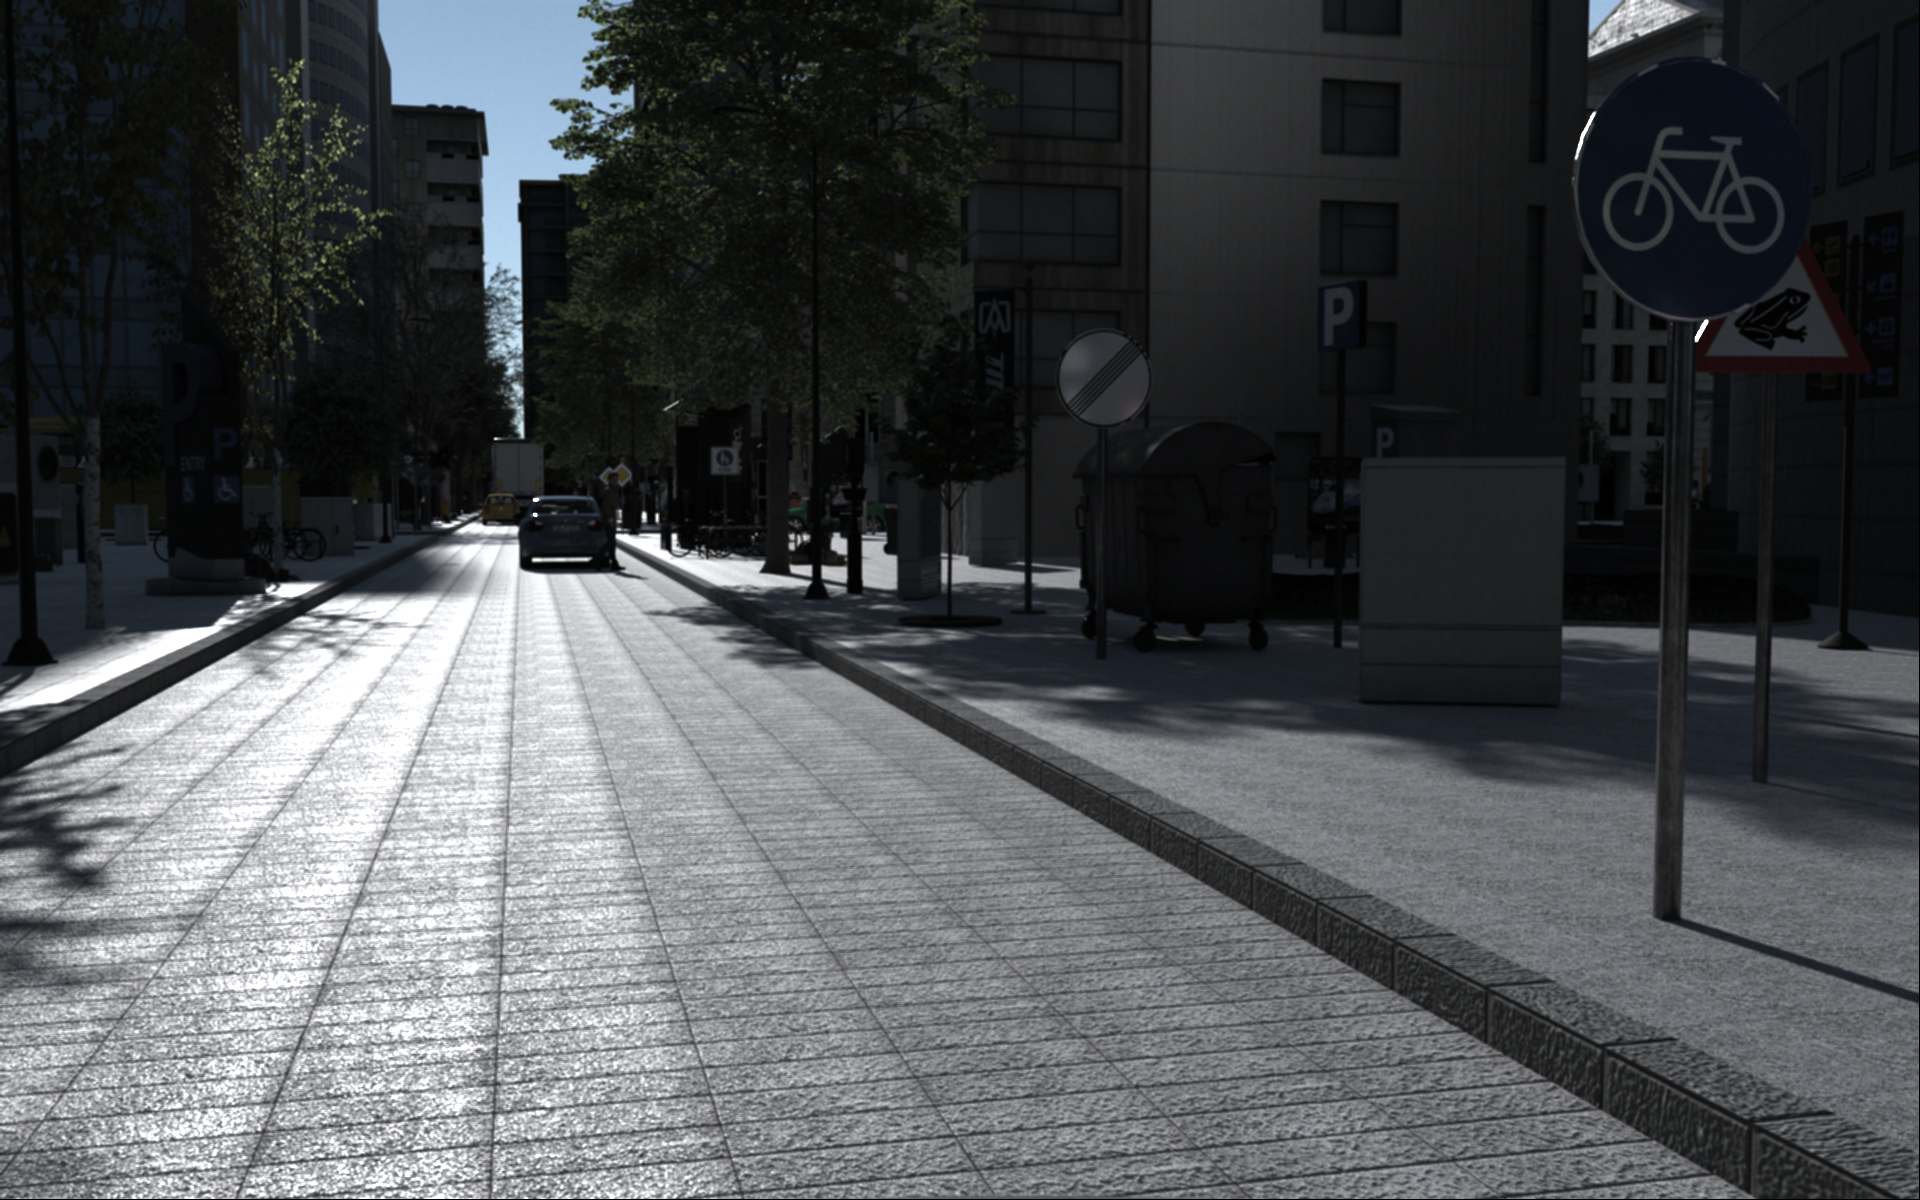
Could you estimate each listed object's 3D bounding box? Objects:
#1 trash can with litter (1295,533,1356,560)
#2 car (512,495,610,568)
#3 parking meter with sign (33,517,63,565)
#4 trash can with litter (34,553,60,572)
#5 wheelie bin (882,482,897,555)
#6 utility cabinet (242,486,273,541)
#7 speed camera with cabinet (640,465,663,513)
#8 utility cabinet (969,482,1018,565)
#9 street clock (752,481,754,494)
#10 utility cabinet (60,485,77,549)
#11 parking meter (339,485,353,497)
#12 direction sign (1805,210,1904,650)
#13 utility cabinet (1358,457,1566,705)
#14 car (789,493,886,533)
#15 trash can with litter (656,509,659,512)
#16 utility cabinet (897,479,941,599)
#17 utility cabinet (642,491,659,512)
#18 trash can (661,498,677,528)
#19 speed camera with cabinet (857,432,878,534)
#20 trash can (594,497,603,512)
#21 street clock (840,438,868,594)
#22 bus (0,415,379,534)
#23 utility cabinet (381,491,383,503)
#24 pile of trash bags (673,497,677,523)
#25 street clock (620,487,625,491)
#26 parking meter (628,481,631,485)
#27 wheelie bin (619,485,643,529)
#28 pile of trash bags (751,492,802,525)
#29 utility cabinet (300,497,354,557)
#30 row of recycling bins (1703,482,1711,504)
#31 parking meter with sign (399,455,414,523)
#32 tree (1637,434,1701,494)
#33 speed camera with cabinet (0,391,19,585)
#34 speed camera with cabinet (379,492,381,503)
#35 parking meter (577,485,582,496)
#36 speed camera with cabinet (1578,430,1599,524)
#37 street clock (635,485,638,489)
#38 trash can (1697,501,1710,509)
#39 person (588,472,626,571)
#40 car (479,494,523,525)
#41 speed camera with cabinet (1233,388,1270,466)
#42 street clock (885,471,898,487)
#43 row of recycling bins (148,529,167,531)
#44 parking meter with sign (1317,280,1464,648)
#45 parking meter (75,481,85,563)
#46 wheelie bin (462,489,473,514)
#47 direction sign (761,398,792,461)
[{"bbox_3d":[7.594,-1.439,34.591,2.233,1.210,1.678,-1,4,-16],"label":"trash can with litter"},{"bbox_3d":[-8.004,-1.405,34.974,2.014,1.417,4.499,-1,4,-14],"label":"car"},{"bbox_3d":[-17.124,-2.131,31.103,1.738,3.016,0.543,0,4,-8],"label":"parking meter with sign"},{"bbox_3d":[-15.501,-1.052,28.585,1.055,1.170,0.624,-3,4,-38],"label":"trash can with litter"},{"bbox_3d":[-1.220,-1.768,36.812,0.693,1.594,0.980,-3,5,-41],"label":"wheelie bin"},{"bbox_3d":[-18.820,-2.270,45.796,1.173,1.500,0.318,-2,4,-30],"label":"utility cabinet"},{"bbox_3d":[-20.815,-7.568,118.079,0.660,3.252,2.038,-3,5,-39],"label":"speed camera with cabinet"},{"bbox_3d":[0.595,-1.380,31.248,0.318,1.500,1.173,2,4,34],"label":"utility cabinet"},{"bbox_3d":[-10.880,-5.379,92.521,0.358,2.002,0.471,3,5,44],"label":"street clock"},{"bbox_3d":[-20.913,-1.919,40.048,0.318,1.500,1.173,2,4,29],"label":"utility cabinet"},{"bbox_3d":[-16.510,-2.332,46.546,0.372,1.533,0.369,0,3,0],"label":"parking meter"},{"bbox_3d":[7.349,-1.365,14.315,0.379,3.537,0.876,-1,4,-22],"label":"direction sign"},{"bbox_3d":[3.047,-0.116,10.582,1.173,1.500,0.318,1,4,10],"label":"utility cabinet"},{"bbox_3d":[-4.498,-3.120,59.815,4.718,1.807,1.959,-1,4,-15],"label":"car"},{"bbox_3d":[-20.217,-6.437,116.640,1.055,1.170,0.624,0,4,-2],"label":"trash can with litter"},{"bbox_3d":[-0.486,-0.778,21.403,0.318,1.500,1.173,1,4,11],"label":"utility cabinet"},{"bbox_3d":[-22.405,-7.127,125.207,1.173,1.500,0.318,-1,4,-18],"label":"utility cabinet"},{"bbox_3d":[-10.396,-3.079,61.992,0.748,1.137,0.748,0,3,0],"label":"trash can"},{"bbox_3d":[-3.244,-3.748,55.620,0.660,3.252,2.038,-2,4,-23],"label":"speed camera with cabinet"},{"bbox_3d":[-16.525,-4.175,79.909,0.748,1.137,0.748,0,3,0],"label":"trash can"},{"bbox_3d":[-1.360,-1.085,22.309,0.358,2.002,0.471,-1,4,-10],"label":"street clock"},{"bbox_3d":[-25.148,-3.914,55.541,12.252,3.916,2.896,-1,4,-14],"label":"bus"},{"bbox_3d":[-34.666,-5.852,104.359,0.318,1.500,1.173,-2,4,-26],"label":"utility cabinet"},{"bbox_3d":[-11.779,-4.089,76.600,1.912,1.369,3.447,-1,4,-17],"label":"pile of trash bags"},{"bbox_3d":[-25.472,-7.813,132.314,0.358,2.002,0.471,3,5,44],"label":"street clock"},{"bbox_3d":[-15.022,-4.447,78.426,0.255,1.863,0.399,-1,4,-9],"label":"parking meter"},{"bbox_3d":[-12.073,-3.418,63.786,0.693,1.594,0.980,2,4,24],"label":"wheelie bin"},{"bbox_3d":[-8.104,-3.709,70.389,3.447,1.369,1.912,-2,4,-24],"label":"pile of trash bags"},{"bbox_3d":[-13.063,-1.504,35.760,1.020,1.237,0.306,-1,4,-19],"label":"utility cabinet"},{"bbox_3d":[22.509,-2.559,48.946,1.069,1.692,3.534,-1,4,-23],"label":"row of recycling bins"},{"bbox_3d":[-24.989,-4.987,77.800,0.543,3.016,1.738,-2,4,-31],"label":"parking meter with sign"},{"bbox_3d":[21.594,-3.585,53.212,1.663,3.219,1.824,0,3,0],"label":"tree"},{"bbox_3d":[-13.781,-1.875,24.987,0.660,3.252,2.038,0,3,0],"label":"speed camera with cabinet"},{"bbox_3d":[-41.943,-8.042,125.830,2.038,3.252,0.660,-2,4,-30],"label":"speed camera with cabinet"},{"bbox_3d":[-25.583,-6.789,116.705,0.255,1.863,0.399,1,4,18],"label":"parking meter"},{"bbox_3d":[19.165,-3.672,54.367,0.660,3.252,2.038,-1,4,-18],"label":"speed camera with cabinet"},{"bbox_3d":[-25.499,-8.015,135.608,0.471,2.002,0.358,-2,4,-24],"label":"street clock"},{"bbox_3d":[16.239,-1.567,37.280,0.748,1.137,0.748,0,3,0],"label":"trash can"},{"bbox_3d":[-6.559,-1.464,32.340,0.656,1.842,0.836,3,5,45],"label":"person"},{"bbox_3d":[-21.624,-4.363,81.559,2.015,1.641,3.980,-1,4,-15],"label":"car"},{"bbox_3d":[5.036,-2.281,31.634,0.660,3.252,2.038,2,4,32],"label":"speed camera with cabinet"},{"bbox_3d":[-2.134,-3.107,55.370,0.471,2.002,0.358,-1,4,-9],"label":"street clock"},{"bbox_3d":[-28.074,-3.358,62.010,1.069,1.692,3.534,1,4,12],"label":"row of recycling bins"},{"bbox_3d":[3.902,-1.130,14.729,1.738,3.016,0.543,-2,4,-25],"label":"parking meter with sign"},{"bbox_3d":[-16.270,-1.461,32.304,0.372,1.533,0.369,0,3,0],"label":"parking meter"},{"bbox_3d":[-31.736,-6.340,111.567,0.693,1.594,0.980,-1,4,-13],"label":"wheelie bin"},{"bbox_3d":[-4.304,-2.982,40.758,0.876,3.537,0.379,2,4,31],"label":"direction sign"}]
